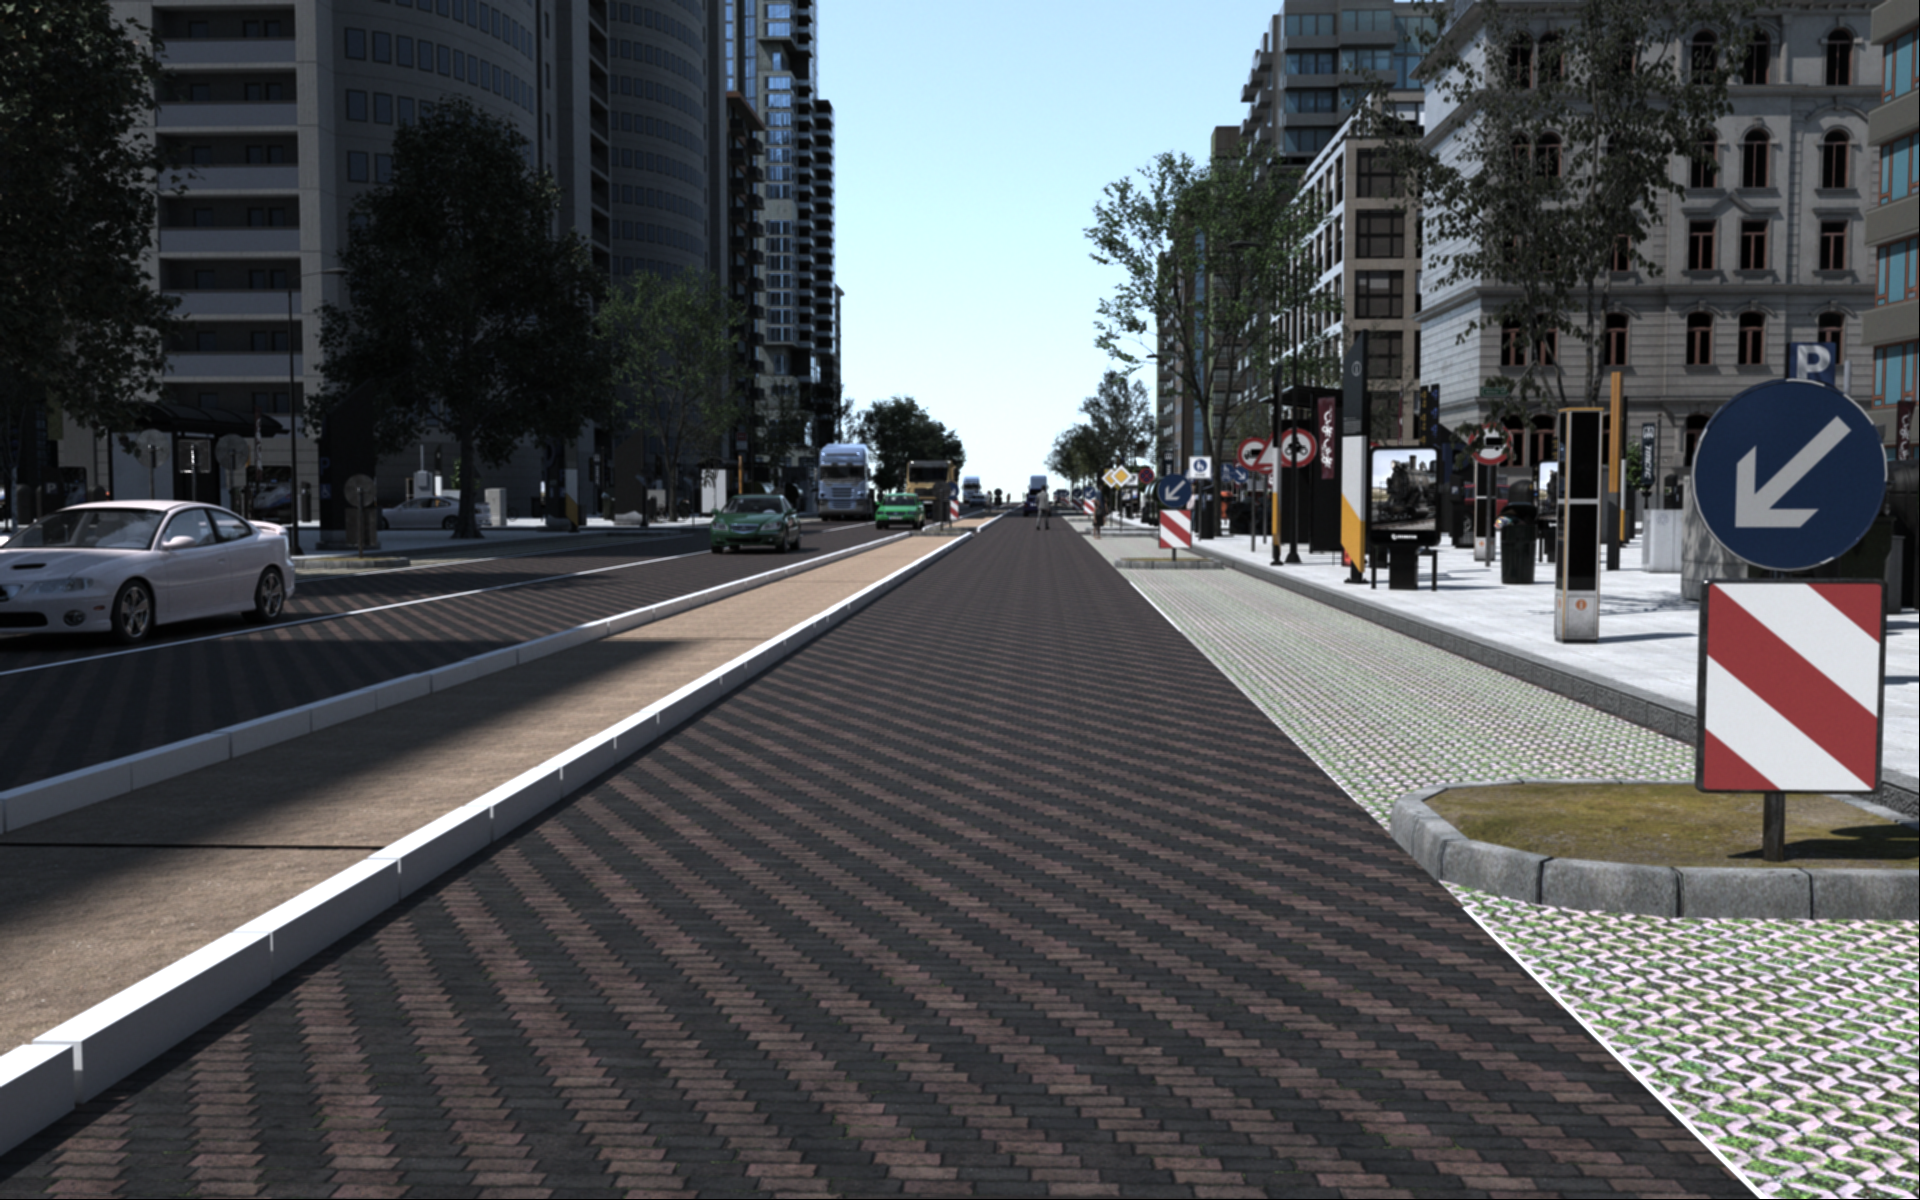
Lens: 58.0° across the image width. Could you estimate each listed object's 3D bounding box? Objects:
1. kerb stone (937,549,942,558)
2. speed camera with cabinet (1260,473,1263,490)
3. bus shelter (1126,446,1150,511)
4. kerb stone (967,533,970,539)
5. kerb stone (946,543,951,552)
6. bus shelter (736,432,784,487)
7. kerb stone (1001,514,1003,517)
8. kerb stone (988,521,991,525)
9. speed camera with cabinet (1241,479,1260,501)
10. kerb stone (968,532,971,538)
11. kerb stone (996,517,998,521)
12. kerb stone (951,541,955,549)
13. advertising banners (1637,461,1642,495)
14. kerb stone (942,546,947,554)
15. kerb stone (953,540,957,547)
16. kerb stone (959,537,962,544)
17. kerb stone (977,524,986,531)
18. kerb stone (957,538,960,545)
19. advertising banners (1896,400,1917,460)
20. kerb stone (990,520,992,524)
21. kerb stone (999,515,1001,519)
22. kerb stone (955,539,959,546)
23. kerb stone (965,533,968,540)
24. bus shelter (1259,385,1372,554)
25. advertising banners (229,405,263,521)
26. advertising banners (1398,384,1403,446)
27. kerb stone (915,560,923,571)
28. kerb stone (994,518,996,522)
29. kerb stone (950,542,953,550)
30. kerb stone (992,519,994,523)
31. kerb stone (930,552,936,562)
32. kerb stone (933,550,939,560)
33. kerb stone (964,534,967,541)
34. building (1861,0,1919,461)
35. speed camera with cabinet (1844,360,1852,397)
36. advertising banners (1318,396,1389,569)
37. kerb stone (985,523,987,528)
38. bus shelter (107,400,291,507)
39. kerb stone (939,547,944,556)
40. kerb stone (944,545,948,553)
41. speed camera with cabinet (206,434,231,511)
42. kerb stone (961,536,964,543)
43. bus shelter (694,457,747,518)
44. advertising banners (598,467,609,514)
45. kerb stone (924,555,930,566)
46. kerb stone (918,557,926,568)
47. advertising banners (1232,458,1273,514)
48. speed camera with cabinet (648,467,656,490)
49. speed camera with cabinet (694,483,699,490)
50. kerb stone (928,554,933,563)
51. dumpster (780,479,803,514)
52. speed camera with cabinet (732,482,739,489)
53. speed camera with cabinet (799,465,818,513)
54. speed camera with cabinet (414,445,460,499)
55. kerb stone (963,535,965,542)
[{"bbox_3d":[-0.551,-0.988,38.353,0.120,0.150,1.000,0,4,3],"label":"kerb stone"},{"bbox_3d":[20.534,-7.732,120.754,0.660,3.252,2.038,-1,4,-10],"label":"speed camera with cabinet"},{"bbox_3d":[13.243,-9.475,132.556,2.179,5.291,8.768,0,4,3],"label":"bus shelter"},{"bbox_3d":[0.154,-1.923,53.733,0.120,0.150,1.000,0,4,3],"label":"kerb stone"},{"bbox_3d":[-0.367,-1.239,42.454,0.120,0.150,1.000,0,4,3],"label":"kerb stone"},{"bbox_3d":[-13.299,-8.393,114.851,2.179,5.291,8.768,0,4,3],"label":"bus shelter"},{"bbox_3d":[2.273,-4.775,100.327,0.120,0.150,1.000,0,4,3],"label":"kerb stone"},{"bbox_3d":[1.150,-3.270,75.734,0.120,0.150,1.000,0,4,3],"label":"kerb stone"},{"bbox_3d":[17.179,-6.720,104.206,0.660,3.252,2.038,-1,4,-13],"label":"speed camera with cabinet"},{"bbox_3d":[0.193,-1.991,54.755,0.120,0.150,1.000,0,4,3],"label":"kerb stone"},{"bbox_3d":[1.711,-4.026,88.018,0.120,0.150,1.000,0,4,3],"label":"kerb stone"},{"bbox_3d":[-0.269,-1.364,44.507,0.120,0.150,1.000,0,4,3],"label":"kerb stone"},{"bbox_3d":[30.180,-5.009,78.091,2.074,3.025,0.090,-2,4,-26],"label":"advertising banners"},{"bbox_3d":[-0.459,-1.113,40.399,0.120,0.150,1.000,0,4,3],"label":"kerb stone"},{"bbox_3d":[-0.227,-1.427,45.529,0.120,0.150,1.000,0,4,3],"label":"kerb stone"},{"bbox_3d":[-0.085,-1.615,48.599,0.120,0.150,1.000,0,4,3],"label":"kerb stone"},{"bbox_3d":[0.864,-2.899,69.597,0.120,0.150,1.000,0,4,3],"label":"kerb stone"},{"bbox_3d":[-0.144,-1.552,47.579,0.120,0.150,1.000,0,4,3],"label":"kerb stone"},{"bbox_3d":[17.022,-2.199,32.138,2.074,3.025,0.090,-2,4,-26],"label":"advertising banners"},{"bbox_3d":[1.243,-3.400,77.778,0.120,0.150,1.000,0,4,3],"label":"kerb stone"},{"bbox_3d":[2.040,-4.464,95.187,0.120,0.150,1.000,0,4,3],"label":"kerb stone"},{"bbox_3d":[-0.185,-1.490,46.550,0.120,0.150,1.000,0,4,3],"label":"kerb stone"},{"bbox_3d":[0.099,-1.866,52.706,0.120,0.150,1.000,0,4,3],"label":"kerb stone"},{"bbox_3d":[8.183,-2.994,40.242,1.731,3.624,6.357,0,4,3],"label":"bus shelter"},{"bbox_3d":[-13.769,-2.282,33.493,0.090,3.025,2.074,0,4,-5],"label":"advertising banners"},{"bbox_3d":[6.925,-1.890,27.083,0.090,3.025,2.074,1,4,12],"label":"advertising banners"},{"bbox_3d":[-0.830,-0.609,32.220,0.120,0.150,1.000,0,4,3],"label":"kerb stone"},{"bbox_3d":[1.569,-3.838,84.945,0.120,0.150,1.000,0,4,3],"label":"kerb stone"},{"bbox_3d":[-0.327,-1.301,43.481,0.120,0.150,1.000,0,4,3],"label":"kerb stone"},{"bbox_3d":[1.384,-3.587,80.847,0.120,0.150,1.000,0,4,3],"label":"kerb stone"},{"bbox_3d":[-0.644,-0.861,36.308,0.120,0.150,1.000,0,4,3],"label":"kerb stone"},{"bbox_3d":[-0.596,-0.926,37.329,0.120,0.150,1.000,0,4,3],"label":"kerb stone"},{"bbox_3d":[0.052,-1.804,51.684,0.120,0.150,1.000,0,4,3],"label":"kerb stone"},{"bbox_3d":[35.965,-11.219,28.468,27.650,21.520,28.899,0,4,3],"label":"building"},{"bbox_3d":[12.650,-1.952,26.253,0.660,3.252,2.038,-2,4,-30],"label":"speed camera with cabinet"},{"bbox_3d":[6.905,-2.094,30.433,0.090,3.025,2.074,-2,4,-25],"label":"advertising banners"},{"bbox_3d":[0.920,-2.962,70.617,0.120,0.150,1.000,0,4,3],"label":"kerb stone"},{"bbox_3d":[-17.683,-2.829,40.185,2.014,3.302,5.546,0,4,3],"label":"bus shelter"},{"bbox_3d":[-0.508,-1.051,39.374,0.120,0.150,1.000,0,4,3],"label":"kerb stone"},{"bbox_3d":[-0.423,-1.176,41.421,0.120,0.150,1.000,0,4,3],"label":"kerb stone"},{"bbox_3d":[-23.320,-3.681,54.520,0.660,3.252,2.038,-2,4,-33],"label":"speed camera with cabinet"},{"bbox_3d":[-0.043,-1.678,49.636,0.120,0.150,1.000,0,4,3],"label":"kerb stone"},{"bbox_3d":[-13.307,-6.279,96.592,2.014,3.302,5.546,0,4,3],"label":"bus shelter"},{"bbox_3d":[-23.286,-7.158,113.217,0.090,3.025,2.074,-2,4,-29],"label":"advertising banners"},{"bbox_3d":[-0.743,-0.738,34.263,0.120,0.150,1.000,0,4,3],"label":"kerb stone"},{"bbox_3d":[-0.791,-0.675,33.241,0.120,0.150,1.000,0,4,3],"label":"kerb stone"},{"bbox_3d":[14.288,-5.399,84.460,2.074,3.025,0.090,2,4,24],"label":"advertising banners"},{"bbox_3d":[-23.096,-8.149,127.574,0.660,3.252,2.038,3,5,44],"label":"speed camera with cabinet"},{"bbox_3d":[-20.505,-8.940,140.500,2.038,3.252,0.660,-2,4,-27],"label":"speed camera with cabinet"},{"bbox_3d":[-0.693,-0.798,35.284,0.120,0.150,1.000,0,4,3],"label":"kerb stone"},{"bbox_3d":[-11.111,-6.748,112.827,1.502,2.255,1.985,0,4,3],"label":"dumpster"},{"bbox_3d":[-16.997,-8.312,130.240,0.660,3.252,2.038,1,4,9],"label":"speed camera with cabinet"},{"bbox_3d":[-10.237,-7.499,116.942,0.660,3.252,2.038,1,4,16],"label":"speed camera with cabinet"},{"bbox_3d":[-21.005,-4.635,70.123,2.038,3.252,0.660,-1,4,-10],"label":"speed camera with cabinet"},{"bbox_3d":[0.004,-1.740,50.663,0.120,0.150,1.000,0,4,3],"label":"kerb stone"}]
